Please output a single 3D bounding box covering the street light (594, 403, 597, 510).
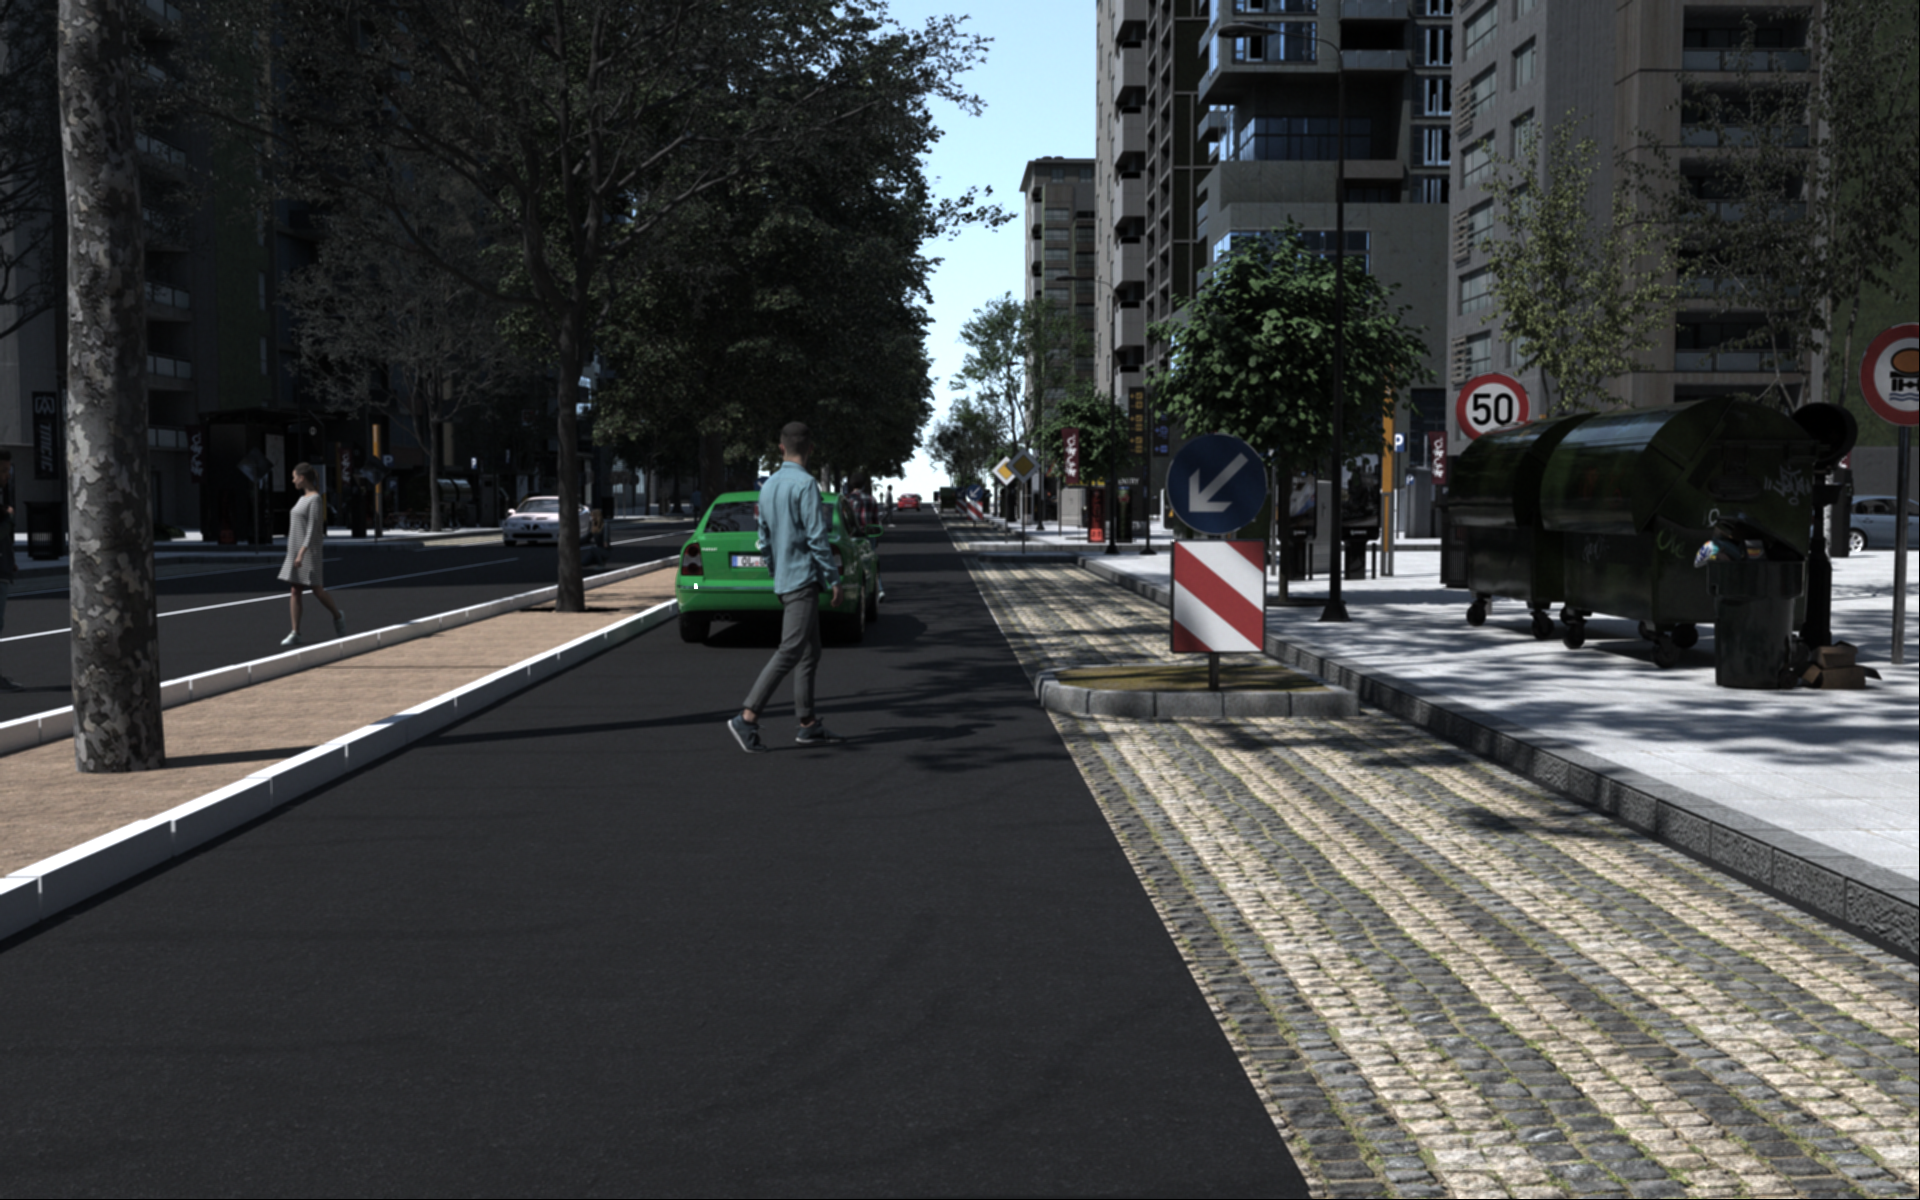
[{"bbox_3d":[-17.455,-6.899,85.342,1.470,5.913,1.316,0,4,-1],"label":"street light"}]

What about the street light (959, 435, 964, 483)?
[{"bbox_3d":[0.892,-10.016,136.309,1.470,5.913,1.316,0,4,-1],"label":"street light"}]

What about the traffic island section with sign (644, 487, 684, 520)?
[{"bbox_3d":[-16.133,-5.251,94.474,1.989,1.847,2.006,0,4,-1],"label":"traffic island section with sign"}]

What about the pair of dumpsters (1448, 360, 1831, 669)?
[{"bbox_3d":[5.564,-0.746,14.691,1.574,2.255,4.437,0,4,-1],"label":"pair of dumpsters"}]

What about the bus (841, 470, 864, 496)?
[{"bbox_3d":[-10.849,-11.578,180.850,2.896,3.916,12.252,0,4,-1],"label":"bus"}]

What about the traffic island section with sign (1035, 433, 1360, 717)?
[{"bbox_3d":[1.543,-0.205,11.984,1.989,1.847,2.006,0,4,-1],"label":"traffic island section with sign"}]

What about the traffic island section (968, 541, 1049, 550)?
[{"bbox_3d":[1.229,-1.402,45.209,2.009,0.180,2.903,0,4,-1],"label":"traffic island section"}]

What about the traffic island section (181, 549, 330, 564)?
[{"bbox_3d":[-15.004,-0.895,36.913,2.009,0.180,2.903,0,4,-1],"label":"traffic island section"}]

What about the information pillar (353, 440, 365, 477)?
[{"bbox_3d":[-25.717,-5.062,74.120,0.504,3.616,0.183,-2,4,-26],"label":"information pillar"}]

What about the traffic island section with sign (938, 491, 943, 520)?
[{"bbox_3d":[-0.065,-5.286,95.049,1.989,1.847,2.006,0,4,-1],"label":"traffic island section with sign"}]

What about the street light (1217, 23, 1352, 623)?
[{"bbox_3d":[3.241,-2.737,17.287,1.470,5.913,1.316,0,4,-1],"label":"street light"}]

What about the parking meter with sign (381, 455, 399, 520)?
[{"bbox_3d":[-24.970,-4.880,76.044,0.543,3.016,1.738,-2,4,-27],"label":"parking meter with sign"}]

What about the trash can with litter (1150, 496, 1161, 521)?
[{"bbox_3d":[9.562,-4.439,83.636,1.678,1.210,2.233,-2,4,-30],"label":"trash can with litter"}]

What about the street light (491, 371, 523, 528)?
[{"bbox_3d":[-16.945,-5.656,65.015,1.470,5.913,1.316,0,4,-1],"label":"street light"}]

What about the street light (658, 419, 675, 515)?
[{"bbox_3d":[-17.765,-8.151,105.802,1.470,5.913,1.316,0,4,-1],"label":"street light"}]

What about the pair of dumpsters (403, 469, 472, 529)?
[{"bbox_3d":[-20.000,-3.906,66.364,1.574,2.255,4.437,0,4,-1],"label":"pair of dumpsters"}]

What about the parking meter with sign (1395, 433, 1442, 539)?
[{"bbox_3d":[13.226,-3.280,49.882,1.738,3.016,0.543,-2,4,-31],"label":"parking meter with sign"}]

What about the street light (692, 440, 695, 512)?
[{"bbox_3d":[-18.068,-9.090,121.168,1.470,5.913,1.316,0,4,-1],"label":"street light"}]

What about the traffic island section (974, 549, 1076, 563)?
[{"bbox_3d":[1.385,-0.914,37.225,2.009,0.180,2.903,0,4,-1],"label":"traffic island section"}]

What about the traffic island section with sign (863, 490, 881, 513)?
[{"bbox_3d":[-6.433,-6.834,119.874,2.006,1.907,1.989,0,4,-1],"label":"traffic island section with sign"}]

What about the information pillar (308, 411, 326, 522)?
[{"bbox_3d":[-18.138,-3.518,48.870,0.504,3.616,0.183,1,4,20],"label":"information pillar"}]

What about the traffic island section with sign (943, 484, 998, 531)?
[{"bbox_3d":[0.454,-3.637,68.099,1.989,1.847,2.006,0,4,-1],"label":"traffic island section with sign"}]

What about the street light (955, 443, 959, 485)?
[{"bbox_3d":[0.490,-11.275,156.881,1.470,5.913,1.316,0,4,-1],"label":"street light"}]

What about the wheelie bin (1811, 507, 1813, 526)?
[{"bbox_3d":[36.100,-3.963,72.697,0.693,1.594,0.980,3,5,43],"label":"wheelie bin"}]

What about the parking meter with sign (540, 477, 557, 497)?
[{"bbox_3d":[-18.611,-5.019,78.317,1.738,3.016,0.543,-1,4,-11],"label":"parking meter with sign"}]

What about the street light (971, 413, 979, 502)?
[{"bbox_3d":[1.490,-7.791,99.918,1.470,5.913,1.316,0,4,-1],"label":"street light"}]

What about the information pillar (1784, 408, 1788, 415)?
[{"bbox_3d":[22.413,-3.422,47.310,0.504,3.616,0.183,-3,4,-37],"label":"information pillar"}]

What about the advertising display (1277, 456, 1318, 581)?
[{"bbox_3d":[4.988,-1.248,25.612,0.123,1.923,0.974,3,5,40],"label":"advertising display"}]

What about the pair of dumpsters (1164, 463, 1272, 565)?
[{"bbox_3d":[4.990,-1.885,33.313,1.574,2.255,4.437,0,4,-1],"label":"pair of dumpsters"}]

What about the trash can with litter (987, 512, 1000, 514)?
[{"bbox_3d":[2.443,-6.048,109.942,2.233,1.210,1.678,0,4,1],"label":"trash can with litter"}]

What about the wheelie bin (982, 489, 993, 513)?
[{"bbox_3d":[1.736,-6.672,116.993,0.980,1.594,0.693,0,4,6],"label":"wheelie bin"}]

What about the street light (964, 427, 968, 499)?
[{"bbox_3d":[1.186,-8.984,119.425,1.470,5.913,1.316,0,4,-1],"label":"street light"}]

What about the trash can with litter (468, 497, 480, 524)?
[{"bbox_3d":[-20.969,-3.899,75.142,0.624,1.170,1.055,0,4,-6],"label":"trash can with litter"}]

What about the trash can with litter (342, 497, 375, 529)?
[{"bbox_3d":[-22.047,-3.185,63.465,1.055,1.170,0.624,-3,5,-44],"label":"trash can with litter"}]

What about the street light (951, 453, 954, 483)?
[{"bbox_3d":[0.038,-12.496,176.843,1.470,5.913,1.316,0,4,-1],"label":"street light"}]

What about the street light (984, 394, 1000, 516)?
[{"bbox_3d":[1.962,-6.598,80.414,1.470,5.913,1.316,0,4,-1],"label":"street light"}]

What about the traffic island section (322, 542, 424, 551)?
[{"bbox_3d":[-15.159,-1.383,44.896,2.009,0.180,2.903,0,4,-1],"label":"traffic island section"}]

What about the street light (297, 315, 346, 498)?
[{"bbox_3d":[-16.599,-4.433,45.018,1.470,5.913,1.316,0,4,-1],"label":"street light"}]

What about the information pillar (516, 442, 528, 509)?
[{"bbox_3d":[-19.625,-5.274,77.586,0.504,3.616,0.183,-2,4,-26],"label":"information pillar"}]

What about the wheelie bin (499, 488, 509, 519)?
[{"bbox_3d":[-23.325,-4.897,87.976,0.693,1.594,0.980,0,4,2],"label":"wheelie bin"}]

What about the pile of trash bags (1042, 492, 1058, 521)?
[{"bbox_3d":[4.709,-4.579,84.623,1.912,1.369,3.447,-1,4,-20],"label":"pile of trash bags"}]

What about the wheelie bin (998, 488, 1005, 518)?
[{"bbox_3d":[2.521,-5.179,92.590,0.980,1.594,0.693,-2,4,-24],"label":"wheelie bin"}]

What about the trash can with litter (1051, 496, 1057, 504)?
[{"bbox_3d":[4.852,-5.150,95.583,1.055,1.170,0.624,0,4,-5],"label":"trash can with litter"}]

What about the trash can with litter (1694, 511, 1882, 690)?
[{"bbox_3d":[5.512,-0.010,11.547,1.055,1.170,0.624,0,4,0],"label":"trash can with litter"}]

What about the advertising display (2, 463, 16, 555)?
[{"bbox_3d":[-19.987,-1.908,36.411,0.123,1.923,0.974,-1,4,-22],"label":"advertising display"}]

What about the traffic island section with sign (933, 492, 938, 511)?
[{"bbox_3d":[-1.025,-8.284,144.069,1.989,1.847,2.006,0,4,-1],"label":"traffic island section with sign"}]

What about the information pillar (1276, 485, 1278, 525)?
[{"bbox_3d":[13.524,-4.980,72.771,0.504,3.616,0.183,1,4,15],"label":"information pillar"}]

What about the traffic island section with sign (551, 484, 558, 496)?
[{"bbox_3d":[-15.603,-3.587,67.275,1.989,1.847,2.006,0,4,-1],"label":"traffic island section with sign"}]

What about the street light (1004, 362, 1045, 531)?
[{"bbox_3d":[2.296,-5.405,60.907,1.470,5.913,1.316,0,4,-1],"label":"street light"}]

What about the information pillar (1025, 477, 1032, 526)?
[{"bbox_3d":[2.699,-4.006,69.982,0.304,2.012,0.304,-3,4,-36],"label":"information pillar"}]

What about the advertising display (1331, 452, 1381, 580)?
[{"bbox_3d":[5.906,-1.262,25.843,0.974,1.923,0.123,-3,4,-37],"label":"advertising display"}]

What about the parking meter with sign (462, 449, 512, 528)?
[{"bbox_3d":[-18.172,-4.310,66.735,1.738,3.016,0.543,-2,4,-31],"label":"parking meter with sign"}]

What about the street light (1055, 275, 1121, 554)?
[{"bbox_3d":[2.717,-3.935,36.884,1.470,5.913,1.316,0,4,-1],"label":"street light"}]

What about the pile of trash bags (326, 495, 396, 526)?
[{"bbox_3d":[-24.167,-3.630,69.110,3.447,1.369,1.912,0,4,7],"label":"pile of trash bags"}]

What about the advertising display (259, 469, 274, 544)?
[{"bbox_3d":[-17.795,-2.399,44.430,0.123,1.923,0.974,-2,4,-35],"label":"advertising display"}]
